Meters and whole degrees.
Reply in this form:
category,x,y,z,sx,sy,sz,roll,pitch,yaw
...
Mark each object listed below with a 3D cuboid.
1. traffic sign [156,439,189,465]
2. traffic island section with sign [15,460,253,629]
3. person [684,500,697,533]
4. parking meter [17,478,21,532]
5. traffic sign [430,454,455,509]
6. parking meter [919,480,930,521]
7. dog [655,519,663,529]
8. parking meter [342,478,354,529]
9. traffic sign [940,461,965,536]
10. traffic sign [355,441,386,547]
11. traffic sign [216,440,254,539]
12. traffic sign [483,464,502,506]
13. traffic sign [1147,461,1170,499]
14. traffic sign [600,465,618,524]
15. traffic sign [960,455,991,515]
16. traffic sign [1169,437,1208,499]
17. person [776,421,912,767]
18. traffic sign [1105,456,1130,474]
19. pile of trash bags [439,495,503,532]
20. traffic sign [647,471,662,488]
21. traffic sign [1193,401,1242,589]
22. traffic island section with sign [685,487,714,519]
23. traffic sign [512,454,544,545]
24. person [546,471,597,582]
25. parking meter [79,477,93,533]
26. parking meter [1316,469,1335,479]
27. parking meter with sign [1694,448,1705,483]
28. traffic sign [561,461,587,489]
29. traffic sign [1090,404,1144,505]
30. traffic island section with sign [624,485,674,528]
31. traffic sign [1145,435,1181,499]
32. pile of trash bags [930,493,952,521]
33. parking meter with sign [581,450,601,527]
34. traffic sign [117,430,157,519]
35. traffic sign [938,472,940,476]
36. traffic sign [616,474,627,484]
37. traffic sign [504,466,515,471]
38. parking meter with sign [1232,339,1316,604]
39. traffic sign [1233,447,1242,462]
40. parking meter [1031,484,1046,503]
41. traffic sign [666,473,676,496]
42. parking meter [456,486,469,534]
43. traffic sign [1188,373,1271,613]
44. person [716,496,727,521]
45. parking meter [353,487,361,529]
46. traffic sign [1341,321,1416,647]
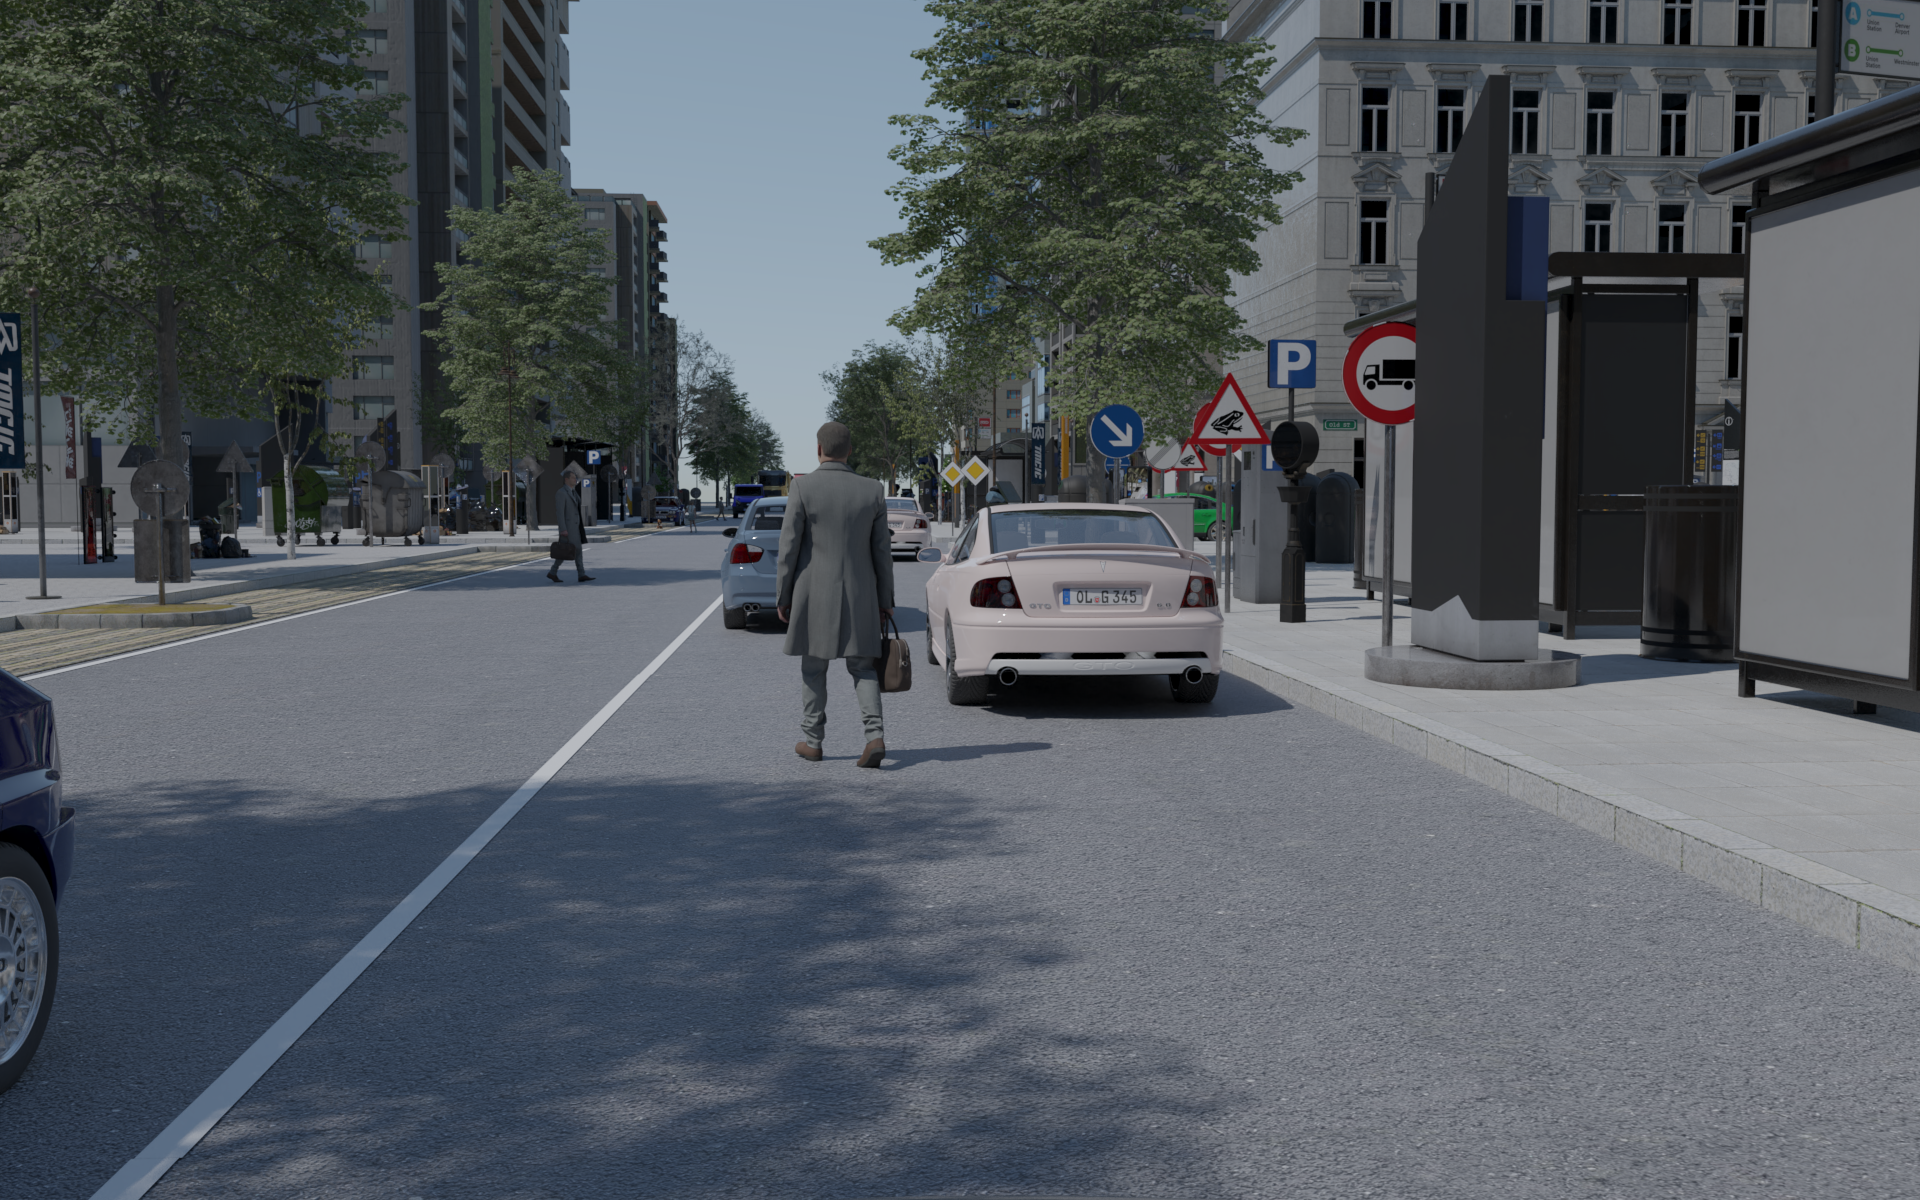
category,x,y,z,sx,sy,sz,roll,pitch,yaw
traffic sign,-16.895,-2.265,37.133,0.768,2.556,0.104,0,4,4
traffic island section with sign,-9.057,-0.650,19.253,1.989,1.847,2.006,0,4,-4
person,-9.996,-3.100,64.204,0.505,1.210,0.382,0,4,-6
parking meter,-32.134,-3.251,58.857,0.255,1.863,0.399,-1,4,-13
traffic sign,-16.320,-3.334,54.615,0.768,2.556,0.104,0,4,-1
parking meter,-1.407,-3.905,69.559,0.399,1.863,0.255,-3,5,-41
dog,-12.376,-3.099,70.869,0.550,0.427,0.748,2,4,26
parking meter,-22.312,-3.508,63.064,0.255,1.863,0.399,1,4,16
traffic sign,-0.223,-2.996,52.634,0.795,2.450,0.064,0,4,-4
traffic sign,-14.221,-2.548,41.772,0.768,2.556,0.104,0,4,5
traffic sign,-17.505,-2.557,41.810,0.884,2.594,0.081,0,4,-3
traffic sign,-18.629,-4.213,68.988,0.768,2.556,0.104,0,4,1
traffic sign,5.067,-2.654,43.494,0.768,2.556,0.104,0,4,1
traffic sign,-15.283,-4.607,75.431,0.768,2.556,0.104,0,4,3
traffic sign,0.393,-2.509,44.672,0.795,2.450,0.064,0,4,-4
traffic sign,5.238,-2.431,39.751,0.884,2.594,0.081,0,4,2
person,-0.643,-0.036,9.191,0.694,1.812,0.767,-1,4,-21
traffic sign,4.726,-3.178,52.060,0.768,2.556,0.104,0,4,1
pile of trash bags,-17.071,-3.011,58.977,1.912,1.369,3.447,2,4,24
traffic sign,-17.027,-5.900,96.461,0.884,2.594,0.081,0,4,3
traffic sign,3.514,-1.428,23.457,0.768,2.556,0.104,0,4,-4
traffic island section with sign,-15.387,-5.660,101.176,1.989,1.847,2.006,0,4,-4
traffic sign,-10.919,-2.457,43.821,0.795,2.450,0.064,0,4,-4
person,-6.327,-1.196,28.157,0.767,1.812,0.694,1,4,10
parking meter,-29.141,-3.184,57.774,0.399,1.863,0.255,1,4,22
parking meter,8.436,-2.102,40.072,0.399,1.863,0.255,3,5,42
parking meter with sign,28.159,-4.272,66.111,0.543,3.016,1.738,3,4,36
traffic sign,-11.535,-2.944,51.783,0.795,2.450,0.064,0,4,-4
traffic sign,2.230,-1.500,24.626,0.768,2.556,0.104,0,4,5
traffic island section with sign,-13.297,-4.007,74.144,1.989,1.847,2.006,0,4,-4
traffic sign,4.282,-2.233,36.611,0.768,2.556,0.104,0,4,1
pile of trash bags,-0.957,-4.473,82.883,1.912,1.369,3.447,0,4,-1
parking meter with sign,-14.689,-4.414,68.435,0.543,3.016,1.738,0,4,5
traffic sign,-16.580,-2.141,35.007,0.884,2.594,0.081,0,4,-1
traffic sign,-1.341,-5.980,97.878,0.768,2.556,0.104,0,4,5
traffic sign,-20.994,-6.570,107.518,0.768,2.556,0.104,0,4,-3
traffic sign,-20.141,-4.748,77.735,0.768,2.556,0.104,0,4,-4
parking meter with sign,3.630,-1.479,20.447,0.543,3.016,1.738,-1,4,-8
traffic sign,4.190,-1.473,25.273,0.795,2.450,0.064,0,4,-3
parking meter,2.021,-2.228,44.831,0.372,1.533,0.369,0,3,0
traffic sign,-18.088,-6.577,107.545,0.884,2.594,0.081,0,4,-2
parking meter,-15.891,-2.867,55.281,0.372,1.533,0.369,0,3,0
traffic sign,2.887,-1.139,18.629,0.884,2.594,0.081,0,4,2
person,-12.850,-4.918,93.183,0.640,1.303,0.475,-2,4,-33
parking meter,-22.469,-3.433,64.537,0.372,1.533,0.369,0,3,0
traffic sign,3.187,-0.780,12.852,0.768,2.556,0.104,0,4,-2
